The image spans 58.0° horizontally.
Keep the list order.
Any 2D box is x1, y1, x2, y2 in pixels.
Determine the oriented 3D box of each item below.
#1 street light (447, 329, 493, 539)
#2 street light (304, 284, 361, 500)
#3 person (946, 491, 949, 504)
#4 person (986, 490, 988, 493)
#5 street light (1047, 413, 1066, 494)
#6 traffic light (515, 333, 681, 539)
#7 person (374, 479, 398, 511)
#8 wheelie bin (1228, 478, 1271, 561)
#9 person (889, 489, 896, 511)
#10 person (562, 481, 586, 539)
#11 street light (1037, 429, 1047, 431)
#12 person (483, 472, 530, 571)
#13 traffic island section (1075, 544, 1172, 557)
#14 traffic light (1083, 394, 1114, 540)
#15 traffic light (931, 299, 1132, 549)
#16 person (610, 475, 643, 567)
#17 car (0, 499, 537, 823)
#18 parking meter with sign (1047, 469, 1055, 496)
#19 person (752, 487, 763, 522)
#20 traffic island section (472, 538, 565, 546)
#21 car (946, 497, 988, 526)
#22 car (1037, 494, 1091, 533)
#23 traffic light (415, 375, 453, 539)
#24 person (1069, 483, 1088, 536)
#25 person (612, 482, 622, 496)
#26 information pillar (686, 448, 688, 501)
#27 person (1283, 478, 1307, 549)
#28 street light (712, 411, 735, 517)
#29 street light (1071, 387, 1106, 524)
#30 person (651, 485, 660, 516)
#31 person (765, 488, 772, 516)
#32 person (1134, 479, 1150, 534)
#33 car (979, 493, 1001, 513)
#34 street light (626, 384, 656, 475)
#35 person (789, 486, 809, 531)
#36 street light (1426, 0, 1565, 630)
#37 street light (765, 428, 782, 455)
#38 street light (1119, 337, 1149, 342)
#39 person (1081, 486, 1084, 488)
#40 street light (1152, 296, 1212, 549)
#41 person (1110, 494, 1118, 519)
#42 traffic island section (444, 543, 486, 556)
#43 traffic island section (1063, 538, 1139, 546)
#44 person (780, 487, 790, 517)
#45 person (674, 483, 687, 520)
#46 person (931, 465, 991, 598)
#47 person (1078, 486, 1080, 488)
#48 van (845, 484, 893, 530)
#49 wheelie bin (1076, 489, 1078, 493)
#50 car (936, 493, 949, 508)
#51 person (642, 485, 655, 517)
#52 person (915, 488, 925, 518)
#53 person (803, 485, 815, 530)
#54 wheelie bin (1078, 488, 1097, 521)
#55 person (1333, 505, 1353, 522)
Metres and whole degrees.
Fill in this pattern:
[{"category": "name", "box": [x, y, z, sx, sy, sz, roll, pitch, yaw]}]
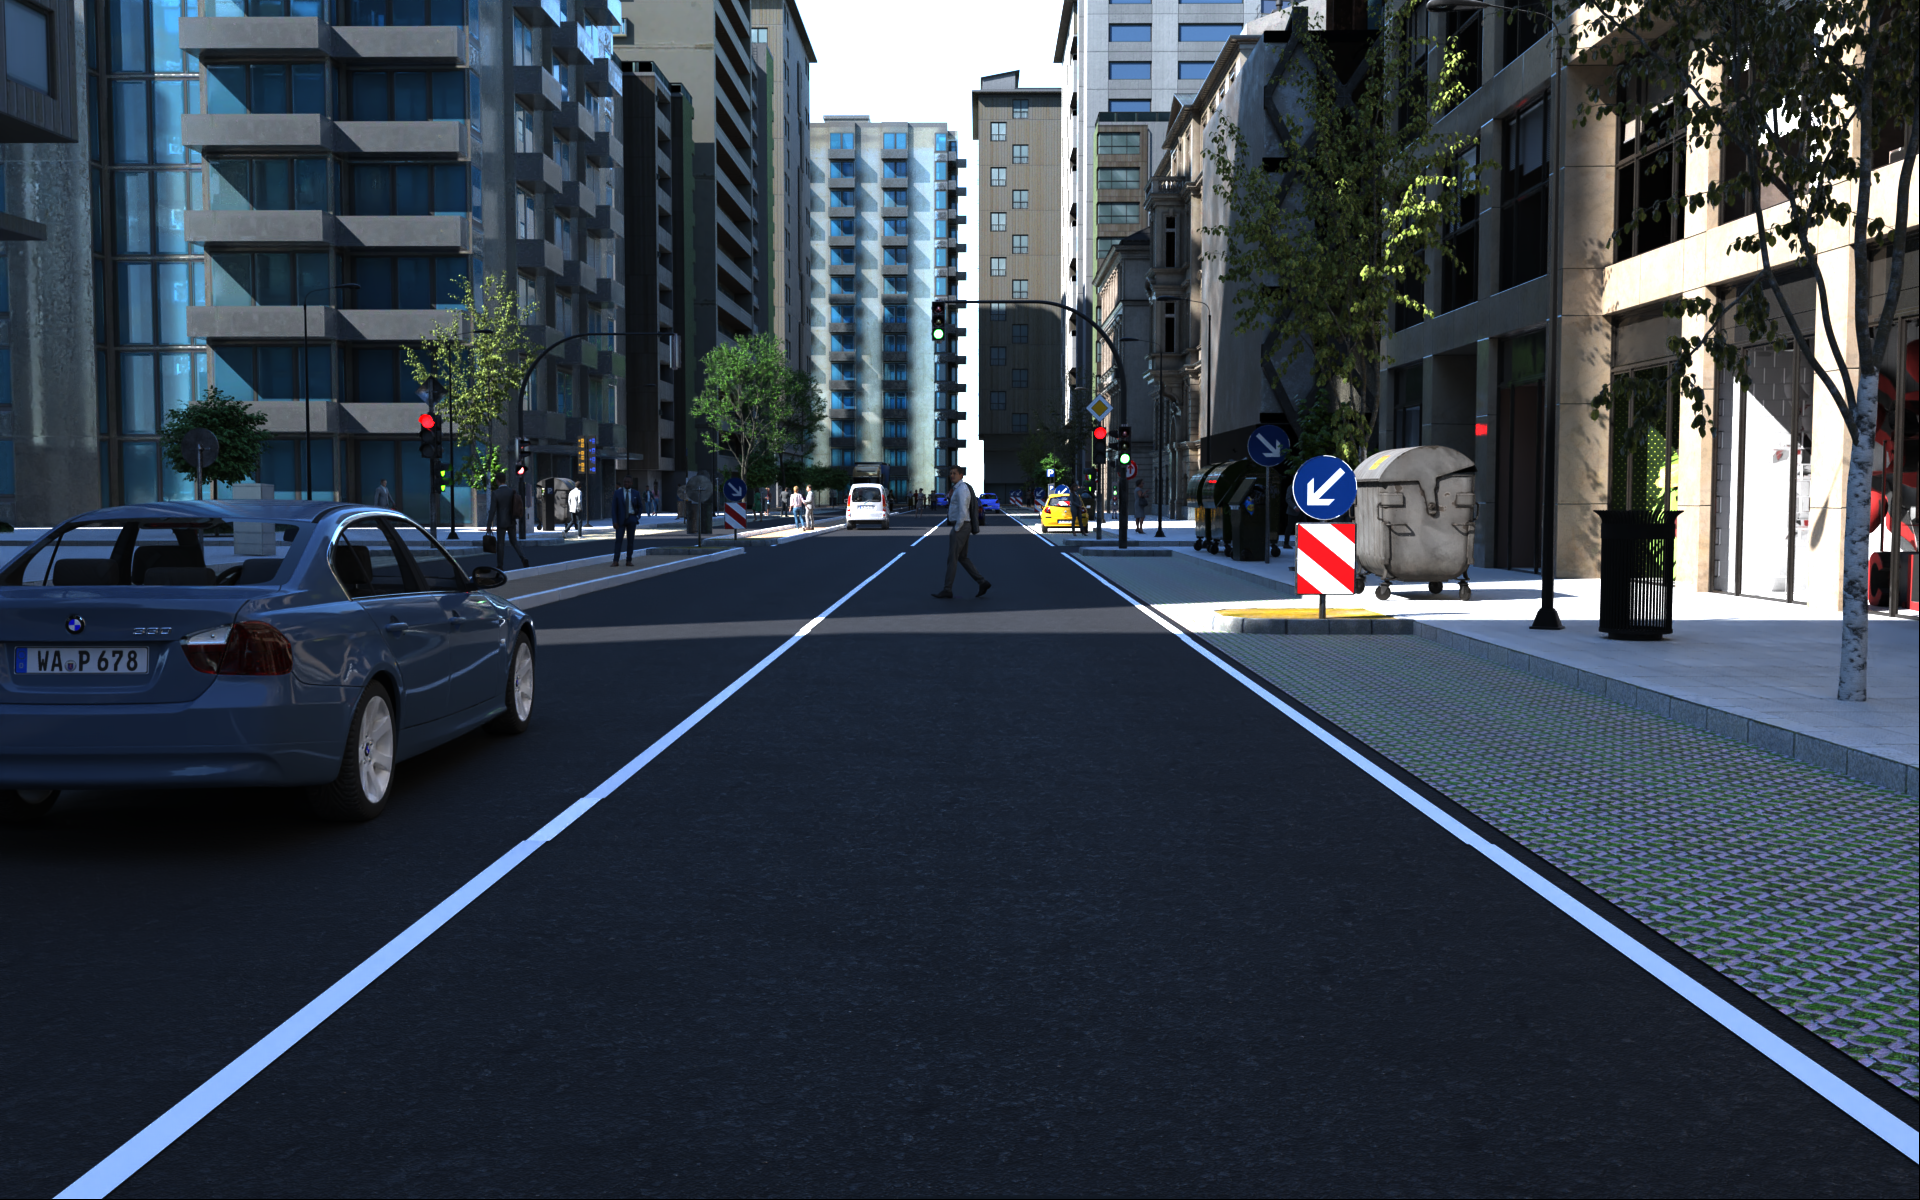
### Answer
[{"category": "street light", "box": [-13.834, -4.671, 48.914, 1.470, 5.913, 1.316, 0, 4, 1]}, {"category": "street light", "box": [-13.918, -4.026, 38.372, 1.470, 5.913, 1.316, 0, 4, 1]}, {"category": "person", "box": [-1.387, -11.386, 195.336, 0.551, 1.740, 0.621, 0, 4, 7]}, {"category": "person", "box": [2.727, -10.241, 175.900, 1.348, 1.831, 0.705, -1, 4, -16]}, {"category": "street light", "box": [5.942, -7.788, 99.870, 1.470, 5.913, 1.316, 0, 4, 1]}, {"category": "traffic light", "box": [-10.269, -4.540, 48.891, 4.771, 5.953, 1.251, 0, 4, 1]}, {"category": "person", "box": [-20.247, -3.348, 60.903, 0.853, 1.813, 0.709, 1, 4, 21]}, {"category": "wheelie bin", "box": [5.573, -1.553, 33.293, 0.693, 1.594, 0.980, -1, 4, -10]}, {"category": "person", "box": [-5.678, -8.290, 144.131, 0.705, 1.812, 1.348, -2, 4, -27]}, {"category": "person", "box": [-12.307, -2.872, 55.296, 0.661, 1.843, 0.795, 3, 5, 44]}, {"category": "street light", "box": [6.208, -9.254, 123.849, 1.470, 5.913, 1.316, 0, 4, 1]}, {"category": "person", "box": [-8.297, -1.418, 31.646, 0.822, 1.834, 0.622, 3, 4, 37]}, {"category": "traffic island section", "box": [3.854, -1.136, 40.852, 2.009, 0.180, 2.903, 0, 4, 1]}, {"category": "traffic light", "box": [3.899, -3.658, 48.723, 0.839, 4.253, 0.868, 0, 4, 1]}, {"category": "traffic light", "box": [1.722, -4.034, 40.619, 4.771, 5.953, 1.251, 0, 4, 1]}, {"category": "person", "box": [-6.612, -1.561, 34.209, 0.721, 1.800, 0.419, -2, 4, -26]}, {"category": "car", "box": [-3.446, 0.192, 8.857, 2.014, 1.417, 4.499, 0, 4, -1]}, {"category": "parking meter with sign", "box": [6.303, -7.570, 120.025, 0.543, 3.016, 1.738, 0, 4, 0]}, {"category": "person", "box": [-10.518, -4.964, 89.908, 0.529, 1.795, 0.600, 1, 4, 11]}, {"category": "traffic island section", "box": [-12.402, -1.635, 49.013, 2.009, 0.180, 2.903, 0, 4, 1]}, {"category": "car", "box": [0.299, -4.143, 80.313, 1.945, 1.354, 3.894, 0, 4, 1]}, {"category": "car", "box": [3.885, -3.322, 64.539, 2.015, 1.641, 3.980, 0, 4, 2]}, {"category": "traffic light", "box": [-12.446, -3.179, 40.893, 0.839, 4.253, 0.868, 0, 4, 1]}, {"category": "person", "box": [4.018, -3.051, 58.654, 0.573, 1.790, 0.520, 1, 4, 23]}, {"category": "person", "box": [-14.777, -4.195, 74.807, 0.466, 1.800, 0.511, -1, 4, -12]}, {"category": "information pillar", "box": [-13.909, -5.927, 88.255, 0.183, 3.616, 0.504, 0, 4, -7]}, {"category": "person", "box": [7.964, -2.089, 40.590, 0.834, 1.777, 0.661, 3, 5, 39]}, {"category": "street light", "box": [-13.317, -7.630, 97.290, 1.470, 5.913, 1.316, 0, 4, 1]}, {"category": "street light", "box": [5.688, -6.295, 75.460, 1.470, 5.913, 1.316, 0, 4, 1]}, {"category": "person", "box": [-18.152, -5.948, 103.295, 0.555, 1.821, 0.388, -3, 5, -42]}, {"category": "person", "box": [-11.939, -6.047, 107.347, 0.573, 1.828, 0.580, 0, 4, 1]}, {"category": "person", "box": [5.933, -3.046, 56.204, 0.532, 1.782, 0.716, 0, 4, 0]}, {"category": "car", "box": [2.077, -7.312, 129.135, 1.945, 1.707, 3.694, 0, 4, -1]}, {"category": "street light", "box": [-13.522, -6.163, 73.311, 1.470, 5.913, 1.316, 0, 4, 1]}, {"category": "person", "box": [-6.111, -3.500, 66.395, 0.731, 1.740, 0.598, -2, 4, -35]}, {"category": "street light", "box": [5.057, -2.679, 16.349, 1.470, 5.913, 1.316, 0, 4, 1]}, {"category": "street light", "box": [-13.065, -9.097, 121.269, 1.470, 5.913, 1.316, 0, 4, 1]}, {"category": "street light", "box": [5.421, -4.828, 51.481, 1.470, 5.913, 1.316, 0, 4, 1]}, {"category": "person", "box": [7.358, -5.934, 103.460, 0.661, 1.777, 0.834, -2, 4, -28]}, {"category": "street light", "box": [5.305, -4.169, 40.709, 1.470, 5.913, 1.316, 0, 4, 1]}, {"category": "person", "box": [7.932, -4.805, 88.879, 0.425, 1.301, 0.394, -3, 5, -43]}, {"category": "traffic island section", "box": [-12.486, -1.147, 41.028, 2.009, 0.180, 2.903, 0, 4, 1]}, {"category": "traffic island section", "box": [3.939, -1.624, 48.836, 2.009, 0.180, 2.903, 0, 4, 1]}, {"category": "person", "box": [-10.931, -6.105, 108.122, 0.655, 1.846, 0.447, 1, 4, 12]}, {"category": "person", "box": [-14.023, -4.951, 87.012, 0.654, 1.822, 0.581, 1, 4, 11]}, {"category": "person", "box": [0.012, -0.937, 23.928, 0.850, 1.850, 0.679, 0, 4, -5]}, {"category": "person", "box": [8.122, -6.858, 118.031, 0.748, 1.841, 0.638, -2, 4, -33]}, {"category": "van", "box": [-3.746, -3.903, 70.820, 2.013, 2.044, 4.112, 0, 4, -1]}, {"category": "wheelie bin", "box": [6.386, -5.167, 92.390, 0.980, 1.594, 0.693, 2, 4, 34]}, {"category": "car", "box": [-2.087, -10.261, 177.350, 1.945, 1.707, 3.694, 0, 4, 2]}, {"category": "person", "box": [-17.671, -5.611, 98.132, 0.623, 1.781, 0.721, -3, 5, -43]}, {"category": "person", "box": [-2.392, -5.714, 102.269, 0.599, 1.781, 0.374, 2, 4, 28]}, {"category": "person", "box": [-6.033, -3.663, 68.591, 0.583, 1.804, 0.606, 0, 4, -6]}, {"category": "wheelie bin", "box": [6.245, -4.642, 83.809, 0.693, 1.594, 0.980, 1, 4, 14]}, {"category": "person", "box": [8.220, -1.907, 37.495, 0.520, 1.790, 0.573, -3, 5, -44]}]
